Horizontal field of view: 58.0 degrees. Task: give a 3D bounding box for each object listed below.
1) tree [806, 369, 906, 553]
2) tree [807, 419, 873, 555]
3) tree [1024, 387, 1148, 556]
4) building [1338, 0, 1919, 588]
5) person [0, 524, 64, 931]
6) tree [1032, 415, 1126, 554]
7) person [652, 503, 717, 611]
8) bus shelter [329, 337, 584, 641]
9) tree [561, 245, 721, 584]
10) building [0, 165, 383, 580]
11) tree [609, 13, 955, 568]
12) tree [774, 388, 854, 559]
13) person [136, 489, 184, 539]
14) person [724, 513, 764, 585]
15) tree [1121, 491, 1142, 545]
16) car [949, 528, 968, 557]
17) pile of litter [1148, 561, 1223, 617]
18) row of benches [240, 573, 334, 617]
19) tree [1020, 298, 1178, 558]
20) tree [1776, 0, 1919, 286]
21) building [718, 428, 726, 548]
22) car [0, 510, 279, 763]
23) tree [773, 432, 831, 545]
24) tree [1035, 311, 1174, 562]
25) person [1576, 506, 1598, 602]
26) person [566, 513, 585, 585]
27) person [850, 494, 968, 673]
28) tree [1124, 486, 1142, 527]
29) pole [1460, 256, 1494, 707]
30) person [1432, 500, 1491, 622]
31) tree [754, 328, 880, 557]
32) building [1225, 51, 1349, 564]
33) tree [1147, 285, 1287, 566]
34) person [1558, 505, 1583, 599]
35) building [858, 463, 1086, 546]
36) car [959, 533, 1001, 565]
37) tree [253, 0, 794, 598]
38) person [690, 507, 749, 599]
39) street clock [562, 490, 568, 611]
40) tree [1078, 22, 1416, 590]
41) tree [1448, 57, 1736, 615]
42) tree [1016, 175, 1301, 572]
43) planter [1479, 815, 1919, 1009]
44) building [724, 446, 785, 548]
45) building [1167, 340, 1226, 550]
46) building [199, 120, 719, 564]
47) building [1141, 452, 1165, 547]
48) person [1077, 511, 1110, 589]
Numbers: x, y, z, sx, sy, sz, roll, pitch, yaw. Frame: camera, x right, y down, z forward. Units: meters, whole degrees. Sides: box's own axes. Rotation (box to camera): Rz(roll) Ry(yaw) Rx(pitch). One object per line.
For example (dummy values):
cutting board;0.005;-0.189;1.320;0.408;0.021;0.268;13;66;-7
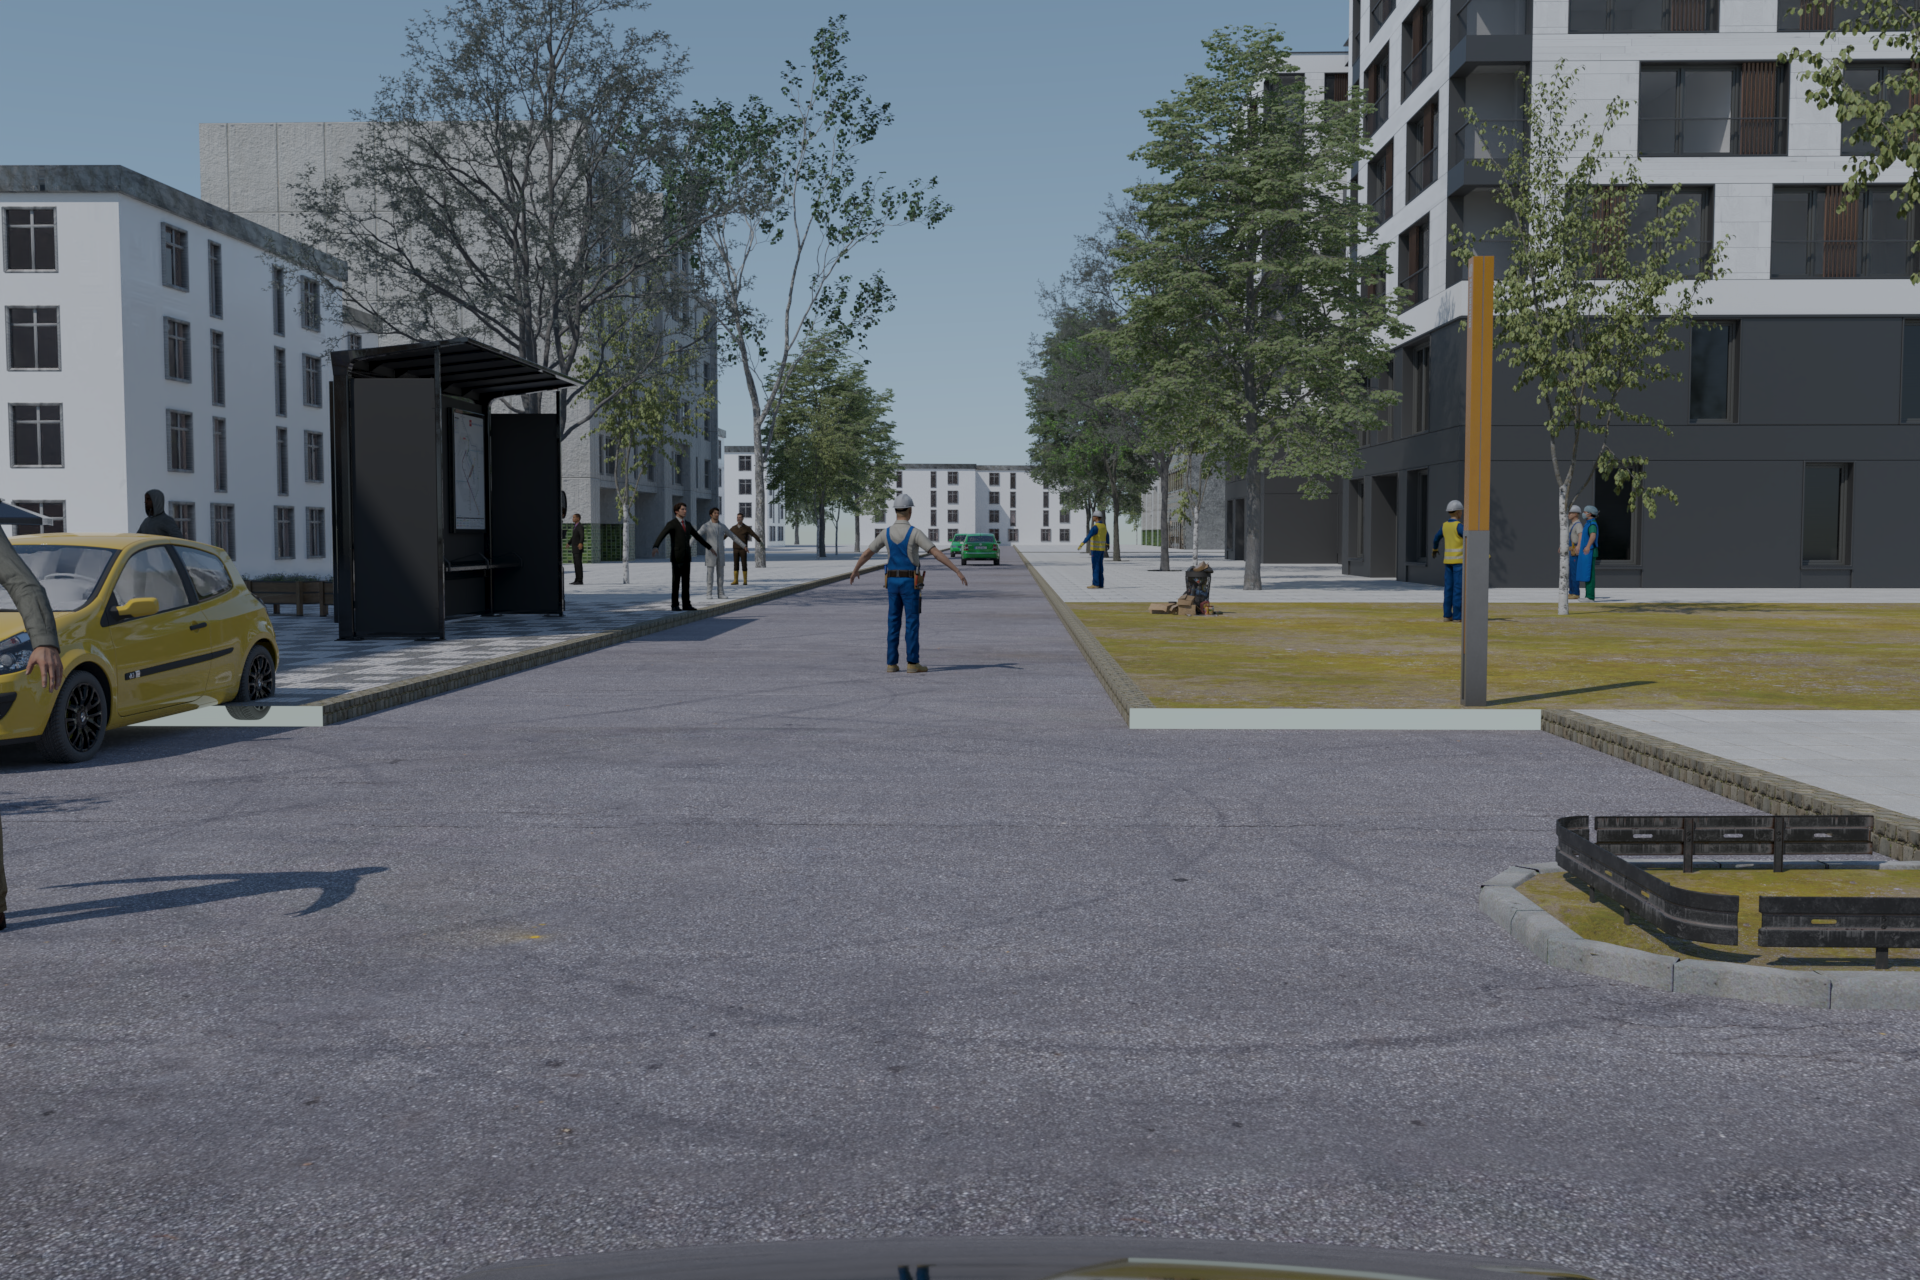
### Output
tree;-7.350;-12.331;119.739;7.486;12.596;7.792;0;3;0
tree;-7.588;-9.431;104.565;4.360;8.622;3.978;0;3;0
tree;7.728;-10.277;102.438;8.767;10.594;7.601;1;4;13
building;26.105;-12.985;56.285;27.936;21.610;32.646;0;4;1
person;-3.652;0.155;6.202;1.348;1.796;0.705;2;4;23
tree;8.436;-11.532;114.297;9.928;11.665;9.643;0;3;0
person;-4.640;-1.390;28.913;0.705;1.806;1.347;3;5;42
bus shelter;-6.695;-1.989;23.801;1.731;3.624;6.357;0;4;1
tree;-8.383;-5.753;44.423;4.737;8.622;4.395;0;3;0
building;-23.417;-6.819;53.632;9.099;9.664;28.070;0;4;1
tree;-6.862;-12.729;64.002;12.611;20.169;13.585;0;3;0
tree;-7.253;-8.391;87.548;4.737;8.622;4.395;0;3;0
person;-9.568;-0.884;20.576;1.348;1.813;0.705;2;4;32
person;-5.534;-2.288;43.548;1.346;1.812;0.704;1;4;12
tree;20.648;-15.538;204.414;4.737;8.622;4.395;0;3;0
car;0.314;-6.040;107.556;1.959;1.807;4.718;0;4;1
pile of litter;3.603;-0.843;27.754;1.176;0.858;1.719;0;4;1
row of benches;-10.572;-0.730;27.405;4.104;0.672;1.422;1;4;22
tree;7.667;-11.379;92.701;9.857;13.997;8.962;0;3;0
tree;9.675;-4.003;15.804;4.737;8.622;4.395;0;3;0
building;-23.507;-12.143;140.682;9.099;9.664;28.070;0;4;1
car;-6.299;-0.113;12.068;2.015;1.641;3.980;0;4;2
tree;-19.793;-18.606;210.861;9.857;13.997;8.962;0;3;0
tree;7.240;-9.495;81.006;9.928;11.665;9.643;0;3;0
person;11.838;-1.623;32.670;0.704;1.817;1.347;1;4;16
person;-9.684;-2.295;43.740;0.704;1.802;1.346;-2;4;-27
person;-0.573;-0.589;17.948;1.347;1.847;0.705;2;4;24
tree;23.141;-17.871;210.314;7.486;12.596;7.792;0;3;0
pole;3.839;-1.163;12.855;0.158;3.312;0.155;0;3;0
person;7.295;-1.152;25.297;0.721;1.772;1.216;-2;4;-24
tree;-7.910;-10.856;95.620;7.486;12.596;7.792;0;3;0
building;27.499;-15.025;89.639;27.936;21.610;32.646;0;4;2
tree;6.807;-6.001;48.487;4.737;8.622;4.395;0;3;0
person;12.058;-1.727;34.095;0.705;1.847;1.347;0;4;5
building;1.326;-16.076;207.445;28.070;9.664;9.099;0;4;-7
car;0.940;-4.381;80.421;1.959;1.807;4.718;0;4;0
tree;-8.422;-7.595;34.544;12.009;13.543;11.850;0;3;0
person;-4.820;-1.712;34.184;1.347;1.806;0.705;-2;4;-30
street clock;-6.688;-1.481;28.783;0.358;2.002;0.471;0;4;2
tree;6.462;-7.433;39.650;7.486;12.596;7.792;0;3;0
tree;9.596;-4.693;27.096;4.737;8.622;4.395;0;3;0
tree;6.986;-9.109;59.308;12.009;13.543;11.850;0;3;0
planter;2.963;0.914;6.200;1.991;0.319;1.994;0;4;2
building;-22.452;-14.467;178.678;9.099;9.664;28.070;0;4;1
building;27.945;-19.519;150.066;19.493;23.208;18.063;0;4;2
building;-23.723;-13.692;90.318;16.747;18.905;31.486;0;4;2
building;28.789;-19.391;183.496;16.747;18.905;31.486;0;4;2
person;3.209;-2.126;40.731;0.705;1.833;1.349;3;4;36
